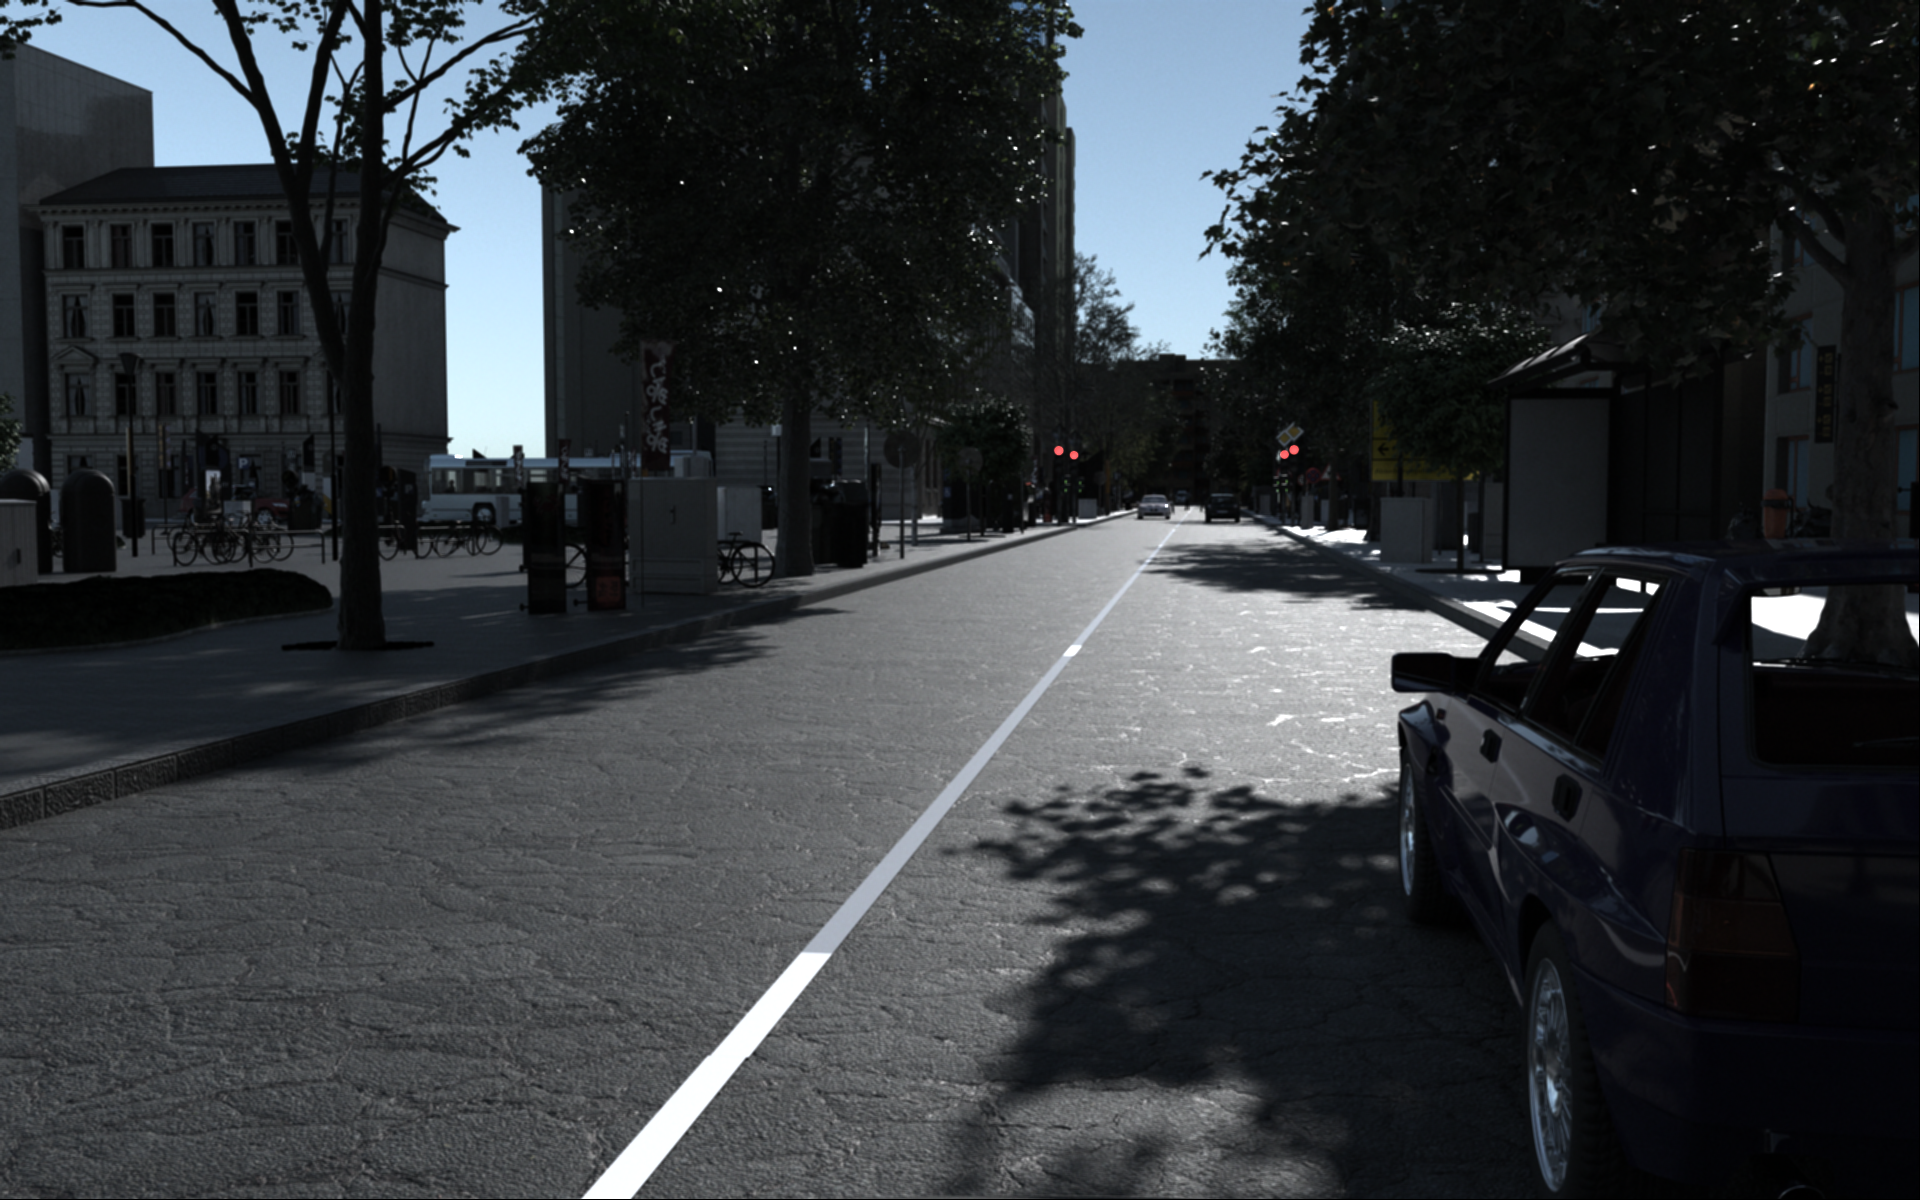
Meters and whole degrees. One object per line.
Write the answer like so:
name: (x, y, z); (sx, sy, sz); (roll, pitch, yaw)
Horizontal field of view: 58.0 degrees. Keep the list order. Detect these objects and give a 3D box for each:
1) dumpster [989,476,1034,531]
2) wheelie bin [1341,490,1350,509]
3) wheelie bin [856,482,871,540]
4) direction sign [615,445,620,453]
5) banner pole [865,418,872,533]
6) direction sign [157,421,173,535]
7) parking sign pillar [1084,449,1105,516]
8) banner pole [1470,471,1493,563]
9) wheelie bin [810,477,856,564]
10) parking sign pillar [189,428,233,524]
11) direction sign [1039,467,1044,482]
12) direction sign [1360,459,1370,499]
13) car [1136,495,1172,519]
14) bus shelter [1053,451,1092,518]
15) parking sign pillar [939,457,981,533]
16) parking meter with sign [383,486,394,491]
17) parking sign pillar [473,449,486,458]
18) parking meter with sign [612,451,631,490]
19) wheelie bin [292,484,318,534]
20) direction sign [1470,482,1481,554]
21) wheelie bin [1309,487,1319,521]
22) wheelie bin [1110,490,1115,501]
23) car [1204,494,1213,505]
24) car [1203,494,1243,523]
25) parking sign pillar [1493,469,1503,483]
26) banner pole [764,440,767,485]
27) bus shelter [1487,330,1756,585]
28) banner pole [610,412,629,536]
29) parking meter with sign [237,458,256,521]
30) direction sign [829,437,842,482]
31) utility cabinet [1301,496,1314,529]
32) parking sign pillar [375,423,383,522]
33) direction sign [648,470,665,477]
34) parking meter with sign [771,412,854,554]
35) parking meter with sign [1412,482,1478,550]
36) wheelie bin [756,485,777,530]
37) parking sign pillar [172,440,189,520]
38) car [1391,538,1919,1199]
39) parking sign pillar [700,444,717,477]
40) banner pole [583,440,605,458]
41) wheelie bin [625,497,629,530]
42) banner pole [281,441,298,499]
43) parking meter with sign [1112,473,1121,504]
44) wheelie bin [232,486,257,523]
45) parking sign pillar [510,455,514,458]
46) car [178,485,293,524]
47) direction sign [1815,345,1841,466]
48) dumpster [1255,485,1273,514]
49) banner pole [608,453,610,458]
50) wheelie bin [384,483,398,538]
dumpster: (1.785, -3.601, 61.363); (1.502, 2.255, 1.985); (0, 4, 8)
wheelie bin: (32.125, -8.361, 144.614); (0.693, 1.594, 0.980); (-3, 4, -38)
wheelie bin: (-2.788, -2.267, 44.981); (0.980, 1.594, 0.693); (-1, 4, -20)
direction sign: (-15.611, -5.349, 79.452); (0.379, 3.537, 0.876); (-2, 4, -34)
banner pole: (-3.070, -4.112, 57.251); (0.401, 3.779, 0.863); (-1, 4, -14)
direction sign: (-24.918, -3.809, 54.273); (0.379, 3.537, 0.876); (0, 4, -1)
parking sign pillar: (7.961, -7.050, 103.743); (1.447, 3.967, 1.447); (1, 4, 17)
banner pole: (9.685, -2.560, 31.874); (0.401, 3.779, 0.863); (0, 4, 4)
wheelie bin: (-2.558, -1.483, 32.149); (0.693, 1.594, 0.980); (2, 4, 35)
parking sign pillar: (-30.593, -5.051, 71.058); (1.447, 3.967, 1.447); (-2, 4, -34)
direction sign: (6.610, -9.258, 143.358); (0.379, 3.537, 0.876); (3, 5, 44)
direction sign: (25.929, -7.260, 110.696); (0.876, 3.537, 0.379); (-1, 4, -20)
car: (11.186, -5.346, 99.765); (2.083, 1.381, 4.827); (0, 4, 7)
bus shelter: (6.294, -6.436, 96.514); (1.731, 3.624, 6.357); (0, 4, 8)
parking sign pillar: (0.043, -4.196, 57.070); (1.447, 3.967, 1.447); (-3, 5, -44)
parking meter with sign: (-28.287, -5.461, 85.549); (1.738, 3.016, 0.543); (-1, 4, -22)
parking sign pillar: (-28.334, -7.024, 103.306); (1.447, 3.967, 1.447); (-2, 4, -33)
parking meter with sign: (-13.720, -4.497, 69.788); (0.543, 3.016, 1.738); (1, 4, 15)
wheelie bin: (-20.895, -2.897, 55.278); (0.693, 1.594, 0.980); (0, 4, -6)
direction sign: (11.237, -2.776, 37.377); (0.876, 3.537, 0.379); (0, 4, 6)
wheelie bin: (16.812, -4.539, 82.114); (0.693, 1.594, 0.980); (-2, 4, -24)
wheelie bin: (11.401, -7.626, 132.595); (0.693, 1.594, 0.980); (3, 5, 39)
car: (19.949, -7.466, 133.866); (2.131, 1.459, 4.920); (0, 4, 8)
car: (13.321, -4.766, 87.715); (2.009, 1.686, 4.222); (1, 4, 9)
parking sign pillar: (19.484, -4.435, 60.988); (1.447, 3.967, 1.447); (3, 4, 36)
banner pole: (-9.012, -5.511, 80.115); (0.401, 3.779, 0.863); (0, 4, 1)
bus shelter: (8.112, -1.711, 21.905); (2.014, 3.302, 5.546); (1, 4, 8)
banner pole: (-10.301, -3.864, 53.187); (0.401, 3.779, 0.863); (-2, 4, -30)
parking meter with sign: (-33.726, -5.254, 82.164); (0.543, 3.016, 1.738); (-3, 5, -39)
direction sign: (-4.985, -4.730, 69.327); (0.379, 3.537, 0.876); (2, 4, 30)
utility cabinet: (12.784, -3.216, 63.736); (0.306, 1.237, 1.020); (1, 4, 22)
parking sign pillar: (-22.034, -4.704, 65.390); (1.447, 3.967, 1.447); (-1, 4, -19)
direction sign: (-10.443, -4.125, 59.438); (0.876, 3.537, 0.379); (2, 4, 34)
parking meter with sign: (-3.043, -2.450, 36.318); (1.738, 3.016, 0.543); (-2, 4, -30)
parking meter with sign: (11.164, -2.648, 39.559); (1.738, 3.016, 0.543); (0, 4, -5)
wheelie bin: (-7.011, -3.345, 62.606); (0.980, 1.594, 0.693); (-2, 4, -26)
parking sign pillar: (-38.551, -5.986, 86.347); (1.447, 3.967, 1.447); (-2, 4, -30)
car: (2.173, 0.492, 4.531); (1.945, 1.354, 3.894); (1, 4, 8)
parking sign pillar: (-13.272, -6.387, 92.902); (1.447, 3.967, 1.447); (-2, 4, -28)
banner pole: (-16.923, -5.486, 79.714); (0.863, 3.779, 0.401); (1, 4, 13)
wheelie bin: (-7.434, -2.003, 40.662); (0.693, 1.594, 0.980); (0, 4, 7)
banner pole: (-31.953, -5.652, 82.435); (0.863, 3.779, 0.401); (0, 4, -2)
parking meter with sign: (12.780, -8.946, 142.527); (0.543, 3.016, 1.738); (1, 4, 19)
wheelie bin: (-28.385, -3.723, 68.783); (0.693, 1.594, 0.980); (2, 4, 34)
parking sign pillar: (-27.352, -7.153, 105.429); (1.447, 3.967, 1.447); (2, 4, 33)
car: (-31.879, -4.167, 76.811); (5.304, 1.827, 2.281); (0, 4, 7)
direction sign: (13.283, -2.094, 26.241); (0.379, 3.537, 0.876); (-1, 4, -17)
dumpster: (19.679, -6.478, 111.678); (1.264, 1.857, 1.865); (0, 4, 8)
banner pole: (-18.783, -6.330, 93.512); (0.401, 3.779, 0.863); (1, 4, 21)
wheelie bin: (-15.748, -2.481, 48.473); (0.693, 1.594, 0.980); (-2, 4, -31)
